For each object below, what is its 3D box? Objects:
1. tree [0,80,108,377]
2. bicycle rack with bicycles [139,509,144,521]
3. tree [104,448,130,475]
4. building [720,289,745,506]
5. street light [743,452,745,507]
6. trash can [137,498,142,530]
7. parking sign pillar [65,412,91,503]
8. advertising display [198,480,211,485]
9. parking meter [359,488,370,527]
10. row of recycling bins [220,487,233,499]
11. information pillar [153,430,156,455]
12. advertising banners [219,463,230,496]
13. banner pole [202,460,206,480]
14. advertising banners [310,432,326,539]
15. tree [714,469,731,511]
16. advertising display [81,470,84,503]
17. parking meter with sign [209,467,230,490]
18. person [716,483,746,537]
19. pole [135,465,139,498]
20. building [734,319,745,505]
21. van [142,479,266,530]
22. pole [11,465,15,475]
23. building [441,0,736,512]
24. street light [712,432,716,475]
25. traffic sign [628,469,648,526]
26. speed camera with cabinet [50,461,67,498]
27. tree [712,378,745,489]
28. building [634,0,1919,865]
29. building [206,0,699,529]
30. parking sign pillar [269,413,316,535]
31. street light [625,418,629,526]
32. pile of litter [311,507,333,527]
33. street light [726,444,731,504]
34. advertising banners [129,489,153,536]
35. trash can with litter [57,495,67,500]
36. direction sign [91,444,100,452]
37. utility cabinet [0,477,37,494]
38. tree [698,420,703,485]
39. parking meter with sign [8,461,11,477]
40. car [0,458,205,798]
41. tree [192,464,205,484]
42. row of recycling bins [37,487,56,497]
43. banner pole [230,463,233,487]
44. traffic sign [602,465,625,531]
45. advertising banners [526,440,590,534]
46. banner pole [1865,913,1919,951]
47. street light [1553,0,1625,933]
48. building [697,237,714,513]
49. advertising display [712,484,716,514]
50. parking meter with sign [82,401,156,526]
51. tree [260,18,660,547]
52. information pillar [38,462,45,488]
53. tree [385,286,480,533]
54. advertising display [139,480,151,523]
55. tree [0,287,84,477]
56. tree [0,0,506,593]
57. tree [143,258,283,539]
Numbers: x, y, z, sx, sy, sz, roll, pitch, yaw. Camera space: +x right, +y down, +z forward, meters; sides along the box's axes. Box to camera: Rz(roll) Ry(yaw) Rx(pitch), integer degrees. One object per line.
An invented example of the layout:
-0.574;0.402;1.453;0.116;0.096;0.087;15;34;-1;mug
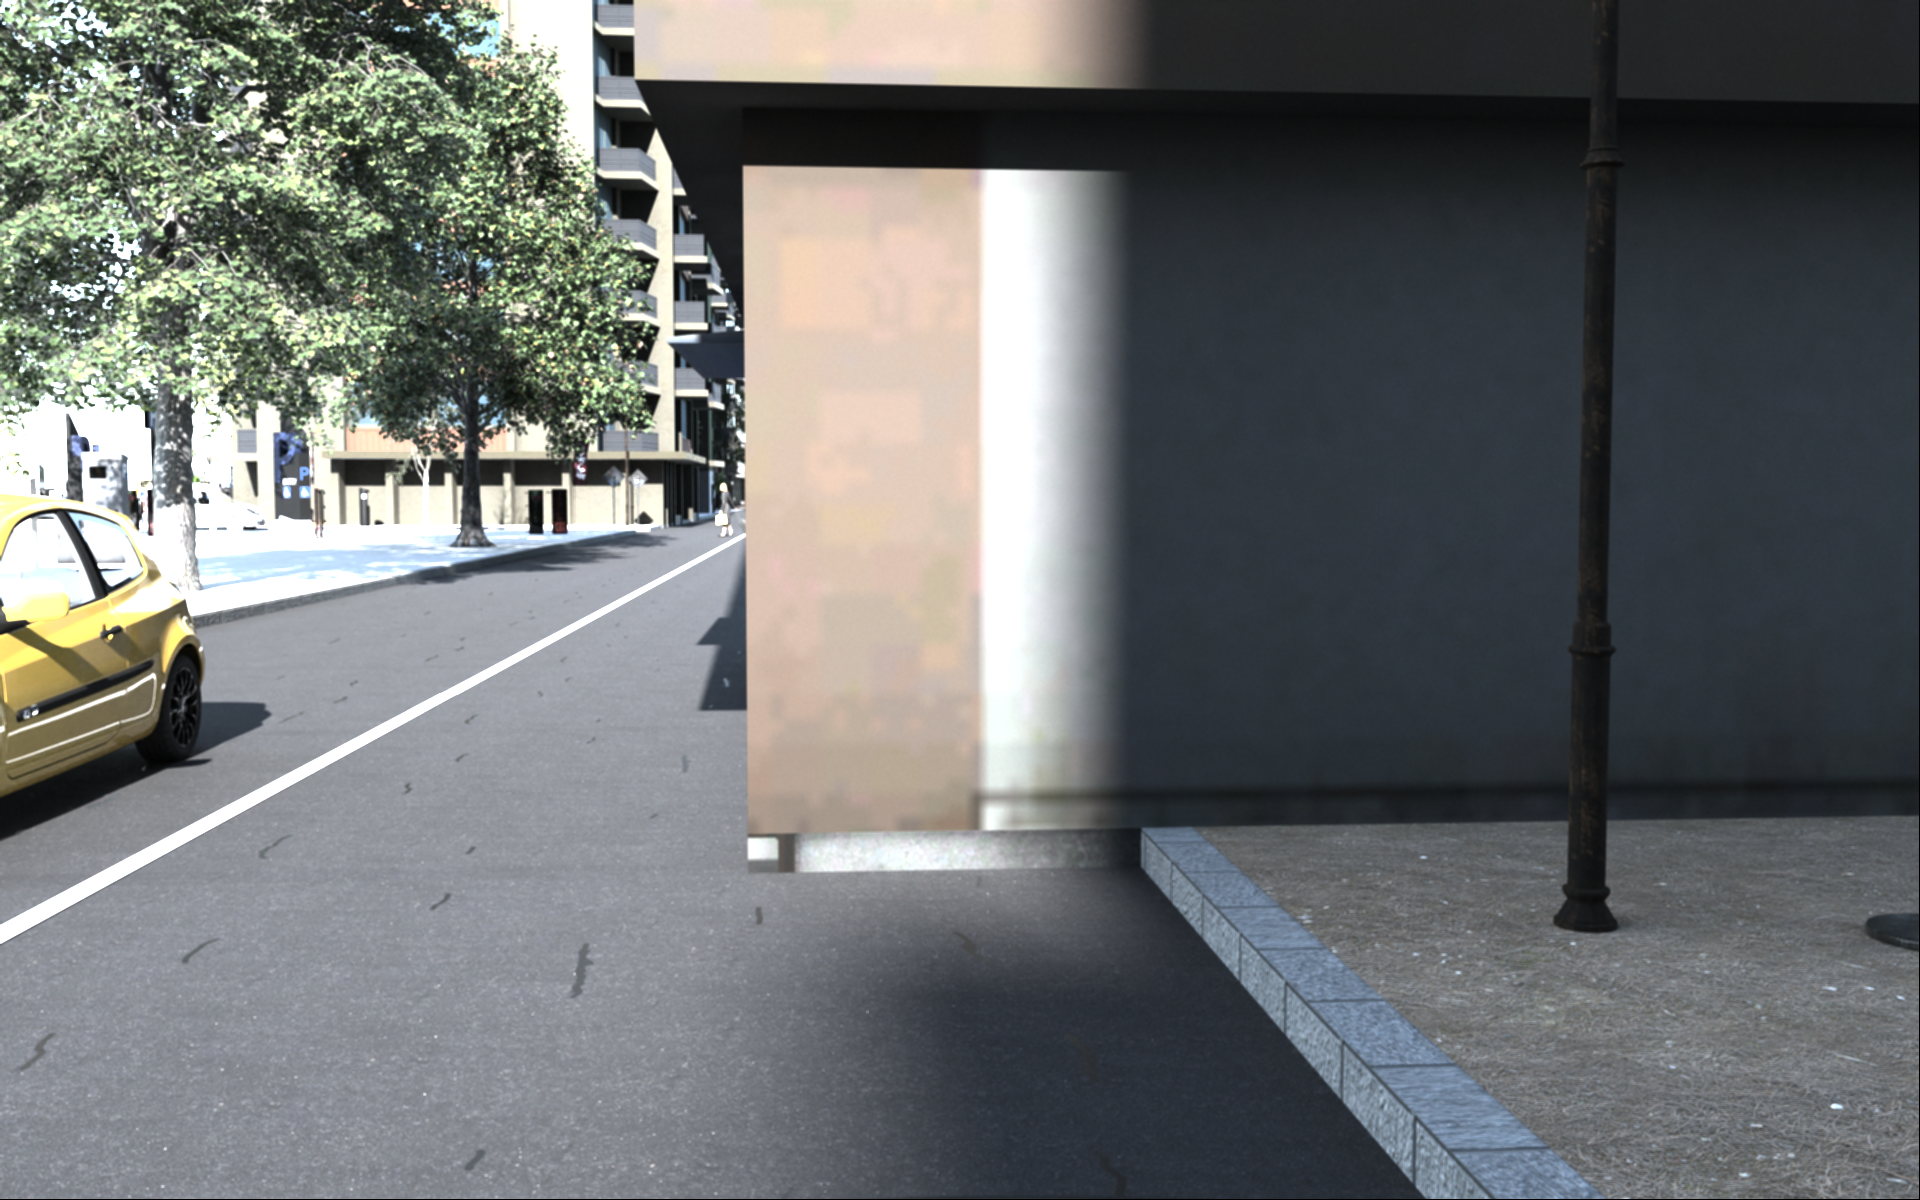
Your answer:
-23.534;-6.961;39.570;9.928;11.665;9.643;0;3;0;tree
-38.114;-4.237;82.665;2.852;0.926;2.925;0;4;-6;bicycle rack with bicycles
-36.118;-4.803;73.122;1.663;3.219;1.824;0;3;0;tree
-34.650;-34.616;185.578;23.786;49.044;30.456;0;4;-5;building
-21.458;-12.216;172.520;0.468;5.910;1.993;0;4;-5;street light
-27.939;-2.852;58.282;0.748;1.137;0.748;0;3;0;trash can
-29.324;-4.232;57.666;1.447;3.967;1.447;-1;4;-11;parking sign pillar
-35.628;-4.684;81.793;0.974;1.923;0.123;2;4;31;advertising display
-23.542;-3.674;68.486;0.372;1.533;0.369;0;3;0;parking meter
-40.558;-5.512;97.226;1.069;1.692;3.534;0;4;2;row of recycling bins
-19.773;-3.157;42.973;0.504;3.616;0.183;-3;4;-38;information pillar
-34.803;-5.240;81.865;0.090;3.025;2.074;-1;4;-10;advertising banners
-56.153;-8.487;128.783;0.401;3.779;0.863;0;4;-4;banner pole
-18.285;-3.246;49.263;0.090;3.025;2.074;-1;4;-10;advertising banners
-18.346;-8.463;132.978;1.663;3.219;1.824;0;3;0;tree
-22.189;-2.417;44.738;0.974;1.923;0.123;0;4;8;advertising display
-48.296;-7.176;113.582;1.738;3.016;0.543;1;4;14;parking meter with sign
-7.606;-3.039;58.409;1.509;1.804;0.699;-3;5;-39;person
-57.113;-7.730;120.228;0.158;3.312;0.155;0;3;0;pole
-34.117;-33.602;232.981;14.154;41.232;14.086;0;4;-5;building
-27.807;-3.474;63.813;4.112;2.044;2.013;0;4;-5;van
-64.186;-7.561;117.465;0.158;3.312;0.155;0;3;0;pole
-31.839;-30.679;156.232;22.147;44.769;28.867;0;4;-5;building
-17.661;-9.245;123.938;0.468;5.910;1.993;0;4;-5;street light
-12.737;-3.968;68.514;0.795;2.450;0.064;0;4;-5;traffic sign
-53.713;-6.663;103.270;0.660;3.252;2.038;-1;4;-15;speed camera with cabinet
-19.030;-12.568;139.904;8.767;10.594;7.601;0;4;2;tree
5.195;-22.155;12.340;14.600;45.320;14.200;0;4;-5;building
-22.895;-26.153;82.228;22.147;44.769;28.867;0;4;-5;building
-21.023;-4.039;54.503;1.447;3.967;1.447;2;4;35;parking sign pillar
-13.254;-5.873;68.809;0.468;5.910;1.993;0;4;-5;street light
-25.213;-3.273;67.475;1.719;0.858;1.176;-3;5;-42;pile of litter
-19.368;-10.530;144.958;0.468;5.910;1.993;0;4;-5;street light
-24.600;-3.466;52.861;2.074;3.025;0.090;-1;4;-11;advertising banners
-48.552;-5.108;94.578;2.233;1.210;1.678;-3;4;-37;trash can with litter
-39.289;-5.276;78.266;0.876;3.537;0.379;-1;4;-10;direction sign
-12.311;-0.805;21.842;1.173;1.500;0.318;-1;4;-12;utility cabinet
-16.758;-9.207;100.891;4.737;8.622;4.395;0;3;0;tree
-50.292;-5.733;89.990;1.738;3.016;0.543;-1;4;-22;parking meter with sign
-4.871;0.144;7.873;2.015;1.641;3.980;0;4;-6;car
-41.762;-6.083;94.062;1.663;3.219;1.824;0;3;0;tree
-56.611;-6.129;107.323;1.069;1.692;3.534;0;4;1;row of recycling bins
-44.121;-7.072;105.641;0.863;3.779;0.401;-3;5;-40;banner pole
-12.100;-3.481;60.554;0.795;2.450;0.064;0;4;-5;traffic sign
-12.932;-3.644;55.775;2.074;3.025;0.090;-2;4;-24;advertising banners
2.922;-0.922;5.086;0.401;3.779;0.863;1;4;23;banner pole
1.859;-1.968;4.969;0.468;5.910;1.993;0;4;-5;street light
-23.883;-20.955;114.316;14.160;30.474;14.107;0;4;-5;building
-16.275;-6.681;114.451;0.123;1.923;0.974;0;4;0;advertising display
-15.715;-2.178;31.870;1.738;3.016;0.543;0;4;-7;parking meter with sign
-11.798;-7.637;41.875;9.611;12.733;9.660;0;3;0;tree
-67.500;-8.317;127.335;0.504;3.616;0.183;1;4;9;information pillar
-17.697;-6.551;57.471;4.360;8.622;3.978;0;3;0;tree
-36.168;-4.422;77.518;0.974;1.923;0.123;-1;4;-23;advertising display
-27.374;-6.047;49.238;4.737;8.622;4.395;0;3;0;tree
-10.411;-7.083;22.463;9.857;13.997;8.962;0;3;0;tree
-21.673;-6.096;50.026;4.737;8.622;4.395;0;3;0;tree
